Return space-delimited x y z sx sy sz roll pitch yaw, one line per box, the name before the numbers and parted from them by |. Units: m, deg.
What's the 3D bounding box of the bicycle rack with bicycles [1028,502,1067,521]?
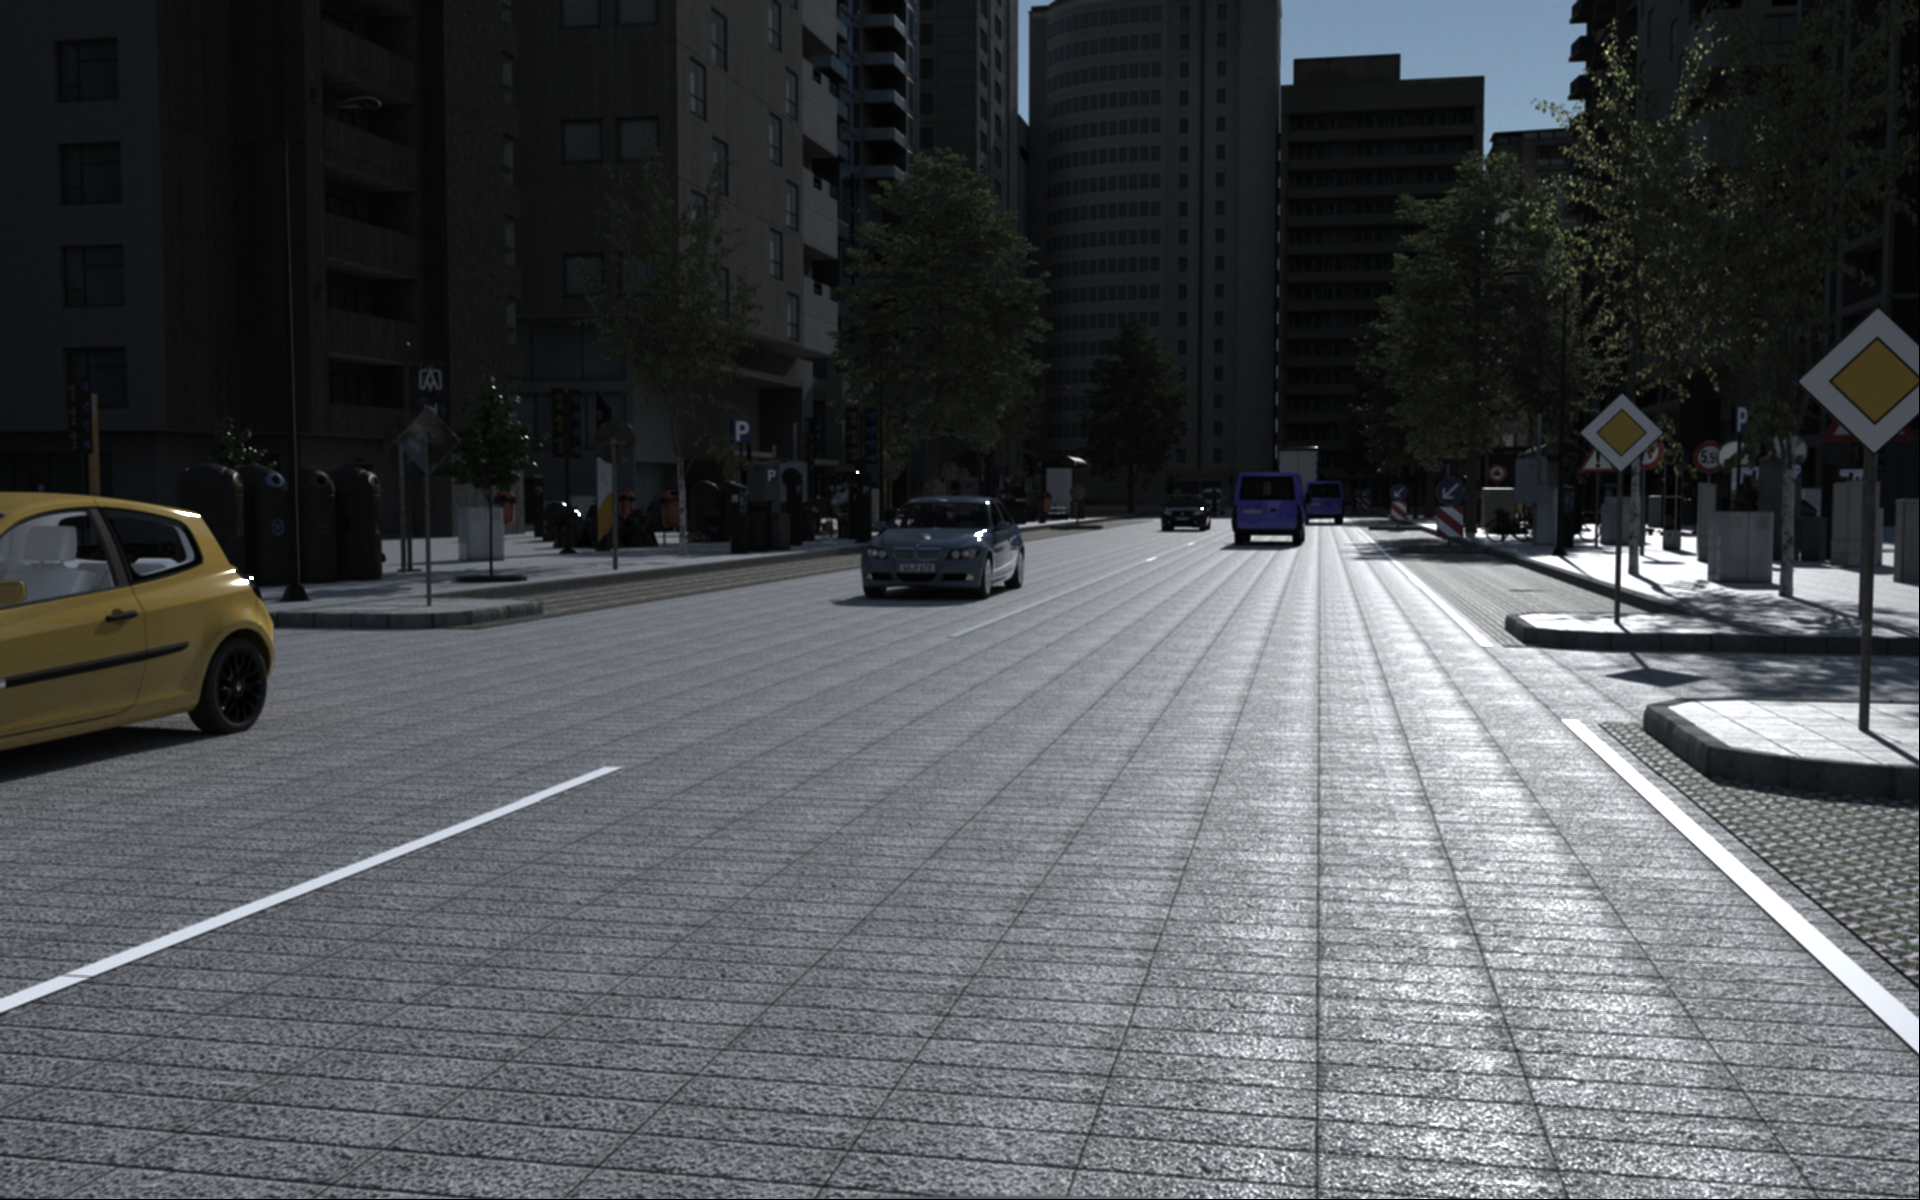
bicycle rack with bicycles | 3.769 -4.312 83.887 2.852 0.926 2.925 3 4 36

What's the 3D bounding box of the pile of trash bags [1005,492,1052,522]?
pile of trash bags | 2.814 -4.353 80.930 3.447 1.369 1.912 -2 4 -32

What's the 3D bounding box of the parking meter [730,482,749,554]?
parking meter | -4.765 -1.774 37.410 0.372 1.533 0.369 0 3 0

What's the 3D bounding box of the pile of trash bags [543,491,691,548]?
pile of trash bags | -8.146 -1.998 42.417 1.912 1.369 3.447 3 4 38

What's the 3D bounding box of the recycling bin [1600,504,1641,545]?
recycling bin | 16.935 -1.948 44.399 0.722 1.027 0.722 -2 4 -34

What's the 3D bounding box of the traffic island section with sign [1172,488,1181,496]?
traffic island section with sign | 15.040 -6.818 120.097 1.989 1.847 2.006 1 4 12

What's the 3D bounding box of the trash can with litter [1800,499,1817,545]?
trash can with litter | 19.181 -1.693 39.064 0.624 1.170 1.055 -1 4 -10

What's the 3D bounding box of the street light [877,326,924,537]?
street light | -1.673 -4.621 48.098 1.470 5.913 1.316 1 4 12

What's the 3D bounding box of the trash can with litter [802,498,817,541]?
trash can with litter | -4.404 -2.176 46.968 1.055 1.170 0.624 0 4 -8

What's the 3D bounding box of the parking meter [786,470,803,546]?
parking meter | -4.105 -2.279 42.974 0.255 1.863 0.399 2 4 27

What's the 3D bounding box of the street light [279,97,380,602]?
street light | -7.464 -2.935 20.527 1.470 5.913 1.316 1 4 12

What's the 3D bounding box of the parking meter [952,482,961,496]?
parking meter | -0.178 -4.860 85.178 0.399 1.863 0.255 3 5 41

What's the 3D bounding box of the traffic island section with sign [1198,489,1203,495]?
traffic island section with sign | 20.588 -8.449 146.776 1.989 1.847 2.006 1 4 12

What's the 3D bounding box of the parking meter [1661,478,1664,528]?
parking meter | 26.328 -3.603 64.618 0.255 1.863 0.399 1 4 15

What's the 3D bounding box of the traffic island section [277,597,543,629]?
traffic island section | -6.111 0.147 19.872 2.009 0.180 2.903 1 4 12

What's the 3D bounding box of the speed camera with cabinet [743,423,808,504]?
speed camera with cabinet | -5.302 -3.294 48.189 2.038 3.252 0.660 1 4 8

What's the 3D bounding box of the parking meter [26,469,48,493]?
parking meter | -21.605 -2.133 40.581 0.255 1.863 0.399 1 4 15

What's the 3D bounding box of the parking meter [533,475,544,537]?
parking meter | -12.585 -2.815 51.737 0.255 1.863 0.399 -1 4 -19

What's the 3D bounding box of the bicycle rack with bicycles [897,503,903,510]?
bicycle rack with bicycles | -1.516 -3.786 75.284 2.852 0.926 2.925 1 4 23

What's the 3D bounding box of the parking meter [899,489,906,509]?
parking meter | -2.965 -4.974 89.743 0.372 1.533 0.369 0 3 0

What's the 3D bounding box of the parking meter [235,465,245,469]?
parking meter | -14.435 -1.785 34.890 0.255 1.863 0.399 -2 4 -28

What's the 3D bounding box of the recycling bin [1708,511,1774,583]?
recycling bin | 11.403 -0.780 25.310 0.722 1.027 0.722 1 4 9

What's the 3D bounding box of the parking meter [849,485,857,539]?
parking meter | -2.986 -2.506 49.385 0.372 1.533 0.369 0 3 0

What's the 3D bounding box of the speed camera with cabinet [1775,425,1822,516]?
speed camera with cabinet | 23.206 -3.286 48.062 0.660 3.252 2.038 0 4 -5

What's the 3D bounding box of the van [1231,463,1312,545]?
van | 9.033 -2.808 50.294 2.240 2.365 5.245 1 4 13

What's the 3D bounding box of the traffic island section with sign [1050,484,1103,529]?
traffic island section with sign | 4.807 -3.803 70.805 1.989 1.847 2.006 1 4 12

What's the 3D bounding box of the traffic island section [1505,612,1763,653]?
traffic island section | 6.560 0.308 17.245 2.009 0.180 2.903 1 4 12

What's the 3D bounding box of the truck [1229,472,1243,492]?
truck | 25.871 -9.652 153.729 3.469 3.379 9.791 1 4 12

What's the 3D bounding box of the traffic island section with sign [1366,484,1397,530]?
traffic island section with sign | 17.309 -3.687 68.913 1.989 1.847 2.006 1 4 12

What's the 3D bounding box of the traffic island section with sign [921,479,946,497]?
traffic island section with sign | -0.729 -2.173 44.149 1.989 1.847 2.006 1 4 12

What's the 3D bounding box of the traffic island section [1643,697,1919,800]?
traffic island section | 4.936 0.786 9.426 2.009 0.180 2.903 1 4 12

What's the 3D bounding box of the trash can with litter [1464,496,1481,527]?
trash can with litter | 19.822 -3.411 66.835 2.233 1.210 1.678 -3 4 -36

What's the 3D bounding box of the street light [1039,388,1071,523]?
street light | 4.151 -6.320 75.869 1.470 5.913 1.316 1 4 12

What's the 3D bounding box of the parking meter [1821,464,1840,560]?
parking meter | 17.056 -1.728 33.965 0.255 1.863 0.399 3 4 37

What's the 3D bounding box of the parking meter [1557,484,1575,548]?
parking meter | 14.379 -2.000 41.116 0.372 1.533 0.369 0 3 0

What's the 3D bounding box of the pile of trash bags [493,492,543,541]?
pile of trash bags | -11.198 -2.327 47.804 3.447 1.369 1.912 0 4 6

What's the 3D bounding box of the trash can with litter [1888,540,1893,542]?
trash can with litter | 25.832 -2.133 45.924 2.233 1.210 1.678 1 4 19

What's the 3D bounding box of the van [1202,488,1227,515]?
van | 17.573 -6.948 120.619 2.013 2.044 4.112 1 4 10

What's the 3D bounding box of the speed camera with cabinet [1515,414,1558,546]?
speed camera with cabinet | 14.566 -2.994 43.285 0.660 3.252 2.038 3 5 42

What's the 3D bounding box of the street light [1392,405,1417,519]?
street light | 23.191 -7.193 90.152 1.470 5.913 1.316 1 4 12

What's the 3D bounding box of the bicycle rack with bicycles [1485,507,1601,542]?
bicycle rack with bicycles | 15.799 -2.049 46.885 2.925 0.926 2.852 1 4 20

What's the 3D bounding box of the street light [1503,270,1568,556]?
street light | 11.964 -3.883 36.024 1.470 5.913 1.316 1 4 12

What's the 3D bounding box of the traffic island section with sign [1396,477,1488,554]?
traffic island section with sign | 11.713 -2.040 41.986 1.989 1.847 2.006 1 4 12

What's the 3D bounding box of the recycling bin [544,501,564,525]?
recycling bin | -14.808 -3.063 62.635 0.722 1.027 0.722 2 4 34

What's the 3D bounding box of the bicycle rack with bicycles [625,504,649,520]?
bicycle rack with bicycles | -11.510 -3.202 65.735 2.925 0.926 2.852 -1 4 -13

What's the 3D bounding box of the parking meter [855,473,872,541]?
parking meter | -2.636 -2.543 47.285 0.399 1.863 0.255 -2 4 -25

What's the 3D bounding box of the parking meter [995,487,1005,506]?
parking meter | 1.528 -3.483 65.366 0.372 1.533 0.369 0 3 0

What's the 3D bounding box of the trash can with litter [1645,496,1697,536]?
trash can with litter | 22.231 -2.629 54.036 2.233 1.210 1.678 1 4 9

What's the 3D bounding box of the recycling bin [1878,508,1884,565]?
recycling bin | 16.419 -1.170 31.691 0.722 1.027 0.722 1 4 17

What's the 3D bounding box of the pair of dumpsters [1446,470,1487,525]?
pair of dumpsters | 21.158 -4.293 72.681 1.574 2.255 4.437 1 4 12

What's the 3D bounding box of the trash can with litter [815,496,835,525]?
trash can with litter | -6.131 -3.687 71.332 2.233 1.210 1.678 -1 4 -17

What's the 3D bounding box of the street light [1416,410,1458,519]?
street light | 17.532 -5.539 63.097 1.470 5.913 1.316 1 4 12

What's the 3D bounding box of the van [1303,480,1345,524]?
van | 17.642 -4.892 84.373 2.240 2.365 5.245 1 4 10

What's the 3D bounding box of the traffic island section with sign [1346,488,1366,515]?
traffic island section with sign | 27.262 -6.621 116.881 1.989 1.847 2.006 1 4 12

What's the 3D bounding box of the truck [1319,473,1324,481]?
truck | 24.740 -7.994 126.618 3.469 3.379 9.791 1 4 13

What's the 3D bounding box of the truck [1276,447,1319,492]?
truck | 21.177 -7.350 109.087 2.839 4.237 11.283 1 4 10
